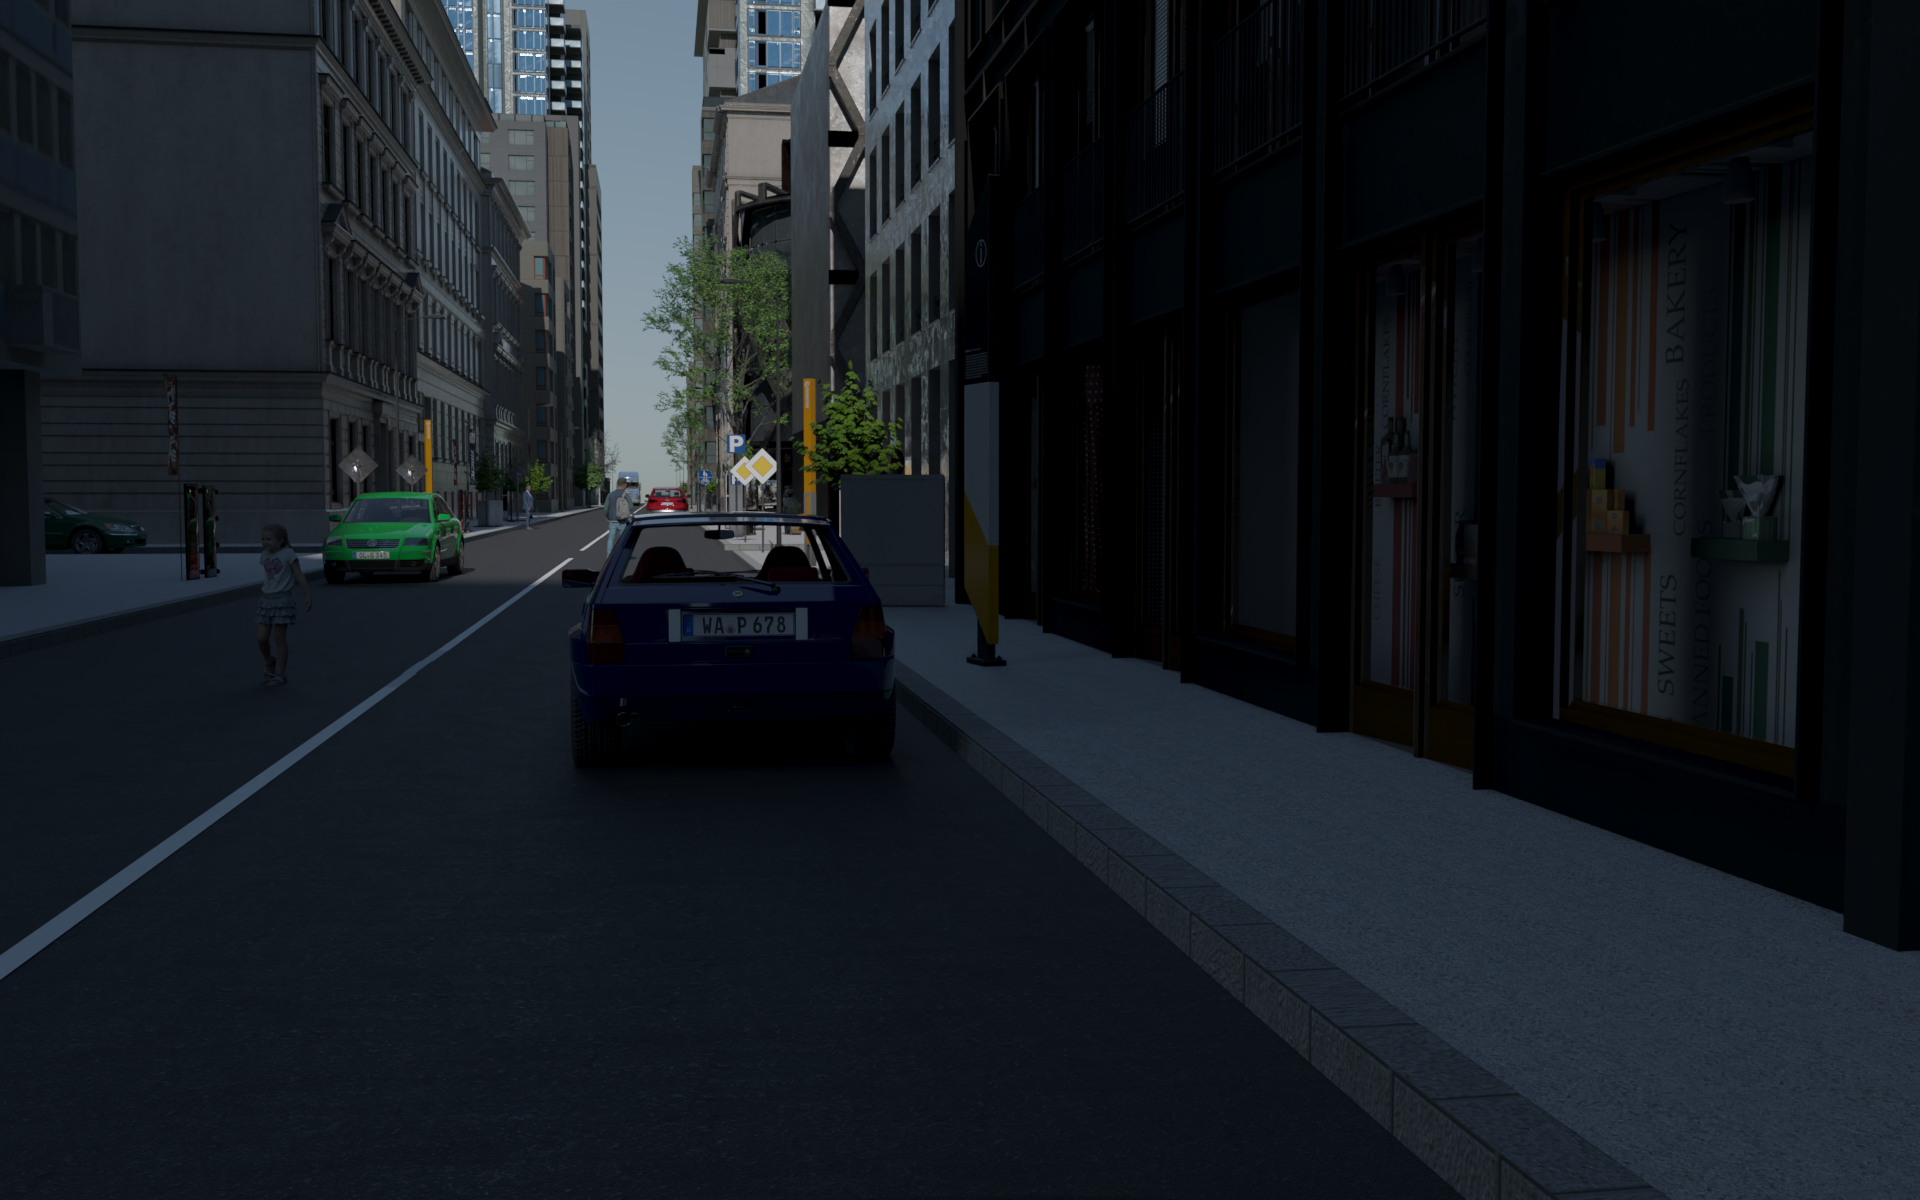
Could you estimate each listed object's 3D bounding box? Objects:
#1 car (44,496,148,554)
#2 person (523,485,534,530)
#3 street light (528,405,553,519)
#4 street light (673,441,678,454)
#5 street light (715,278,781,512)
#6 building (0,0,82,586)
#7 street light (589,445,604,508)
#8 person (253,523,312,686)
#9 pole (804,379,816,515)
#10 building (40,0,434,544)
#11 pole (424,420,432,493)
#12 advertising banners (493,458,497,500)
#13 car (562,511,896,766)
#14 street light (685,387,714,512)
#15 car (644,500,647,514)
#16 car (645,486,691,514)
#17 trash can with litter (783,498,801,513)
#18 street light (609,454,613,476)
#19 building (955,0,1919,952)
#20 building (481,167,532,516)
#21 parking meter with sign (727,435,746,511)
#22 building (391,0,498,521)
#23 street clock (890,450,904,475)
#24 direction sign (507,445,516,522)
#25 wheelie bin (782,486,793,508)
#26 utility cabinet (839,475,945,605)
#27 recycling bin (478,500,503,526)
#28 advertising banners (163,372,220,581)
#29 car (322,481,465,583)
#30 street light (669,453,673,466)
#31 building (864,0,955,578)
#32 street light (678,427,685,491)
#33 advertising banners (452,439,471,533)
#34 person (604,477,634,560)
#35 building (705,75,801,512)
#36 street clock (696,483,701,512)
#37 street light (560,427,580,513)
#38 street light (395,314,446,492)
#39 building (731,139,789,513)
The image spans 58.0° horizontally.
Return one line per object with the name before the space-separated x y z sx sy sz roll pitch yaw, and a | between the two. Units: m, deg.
car | -21.330 -1.713 39.800 4.920 1.459 2.131 -1 4 -9
person | -17.453 -3.749 69.983 0.419 1.800 0.721 0 3 0
street light | -21.812 -7.183 89.981 1.470 5.913 1.316 -1 4 -10
street light | -23.949 -10.900 150.753 1.470 5.913 1.316 -1 4 -10
street light | -4.478 -3.972 37.478 1.470 5.913 1.316 -1 4 -10
building | -23.096 -19.820 15.937 23.993 40.220 32.217 -1 4 -10
street light | -34.710 -11.761 164.831 1.470 5.913 1.316 -1 4 -10
person | -5.095 0.026 13.093 0.505 1.210 0.382 1 4 12
pole | -2.662 -2.256 30.721 0.158 3.312 0.155 0 3 0
building | -22.616 -11.505 52.733 10.561 19.102 19.286 -1 4 -10
pole | -14.663 -3.299 47.786 0.158 3.312 0.155 0 3 0
advertising banners | -19.210 -4.611 71.578 0.090 3.025 2.074 -1 4 -16
car | -1.456 0.122 10.585 1.945 1.354 3.894 -1 4 -10
street light | -11.006 -6.270 75.048 1.470 5.913 1.316 -1 4 -10
car | -18.970 -6.104 109.594 2.009 1.686 4.222 -1 4 -9
car | -14.526 -4.741 86.182 2.281 1.827 5.304 -1 4 -9
trash can with litter | -5.194 -2.636 54.493 0.624 1.170 1.055 -1 4 -21
street light | -41.050 -14.003 201.490 1.470 5.913 1.316 -1 4 -10
building | 7.342 -11.210 12.958 12.332 23.373 15.834 -1 4 -10
building | -31.825 -16.262 102.041 11.583 22.565 21.152 -1 4 -10
parking meter with sign | -6.656 -3.386 51.624 0.543 3.016 1.738 0 4 -7
building | -29.940 -14.871 76.419 16.112 22.955 30.059 -1 4 -10
street clock | -1.065 -1.365 26.882 0.358 2.002 0.471 2 4 25
direction sign | -20.626 -5.354 79.527 0.379 3.537 0.876 -1 4 -17
wheelie bin | -6.700 -3.771 69.565 0.980 1.594 0.693 1 4 16
utility cabinet | -0.761 -0.680 19.790 1.173 1.500 0.318 0 4 2
recycling bin | -18.719 -3.454 69.022 0.722 1.027 0.722 3 4 37
advertising banners | -11.478 -1.815 25.864 0.090 3.025 2.074 0 4 -5
car | -9.566 -1.262 29.425 1.959 1.807 4.718 -1 4 -8
street light | -31.639 -13.597 194.851 1.470 5.913 1.316 -1 4 -10
building | 4.535 -10.665 29.126 10.420 20.320 16.860 -1 4 -10
street light | -18.435 -8.969 119.191 1.470 5.913 1.316 -1 4 -10
advertising banners | -16.225 -3.678 56.322 0.090 3.025 2.074 0 4 -2
person | -7.170 -1.685 36.397 0.623 1.781 0.721 -1 4 -8
building | -9.233 -19.007 108.022 12.463 27.353 25.104 -1 4 -10
street clock | -16.928 -6.568 111.960 0.358 2.002 0.471 0 4 -3
street light | -27.051 -9.027 120.127 1.470 5.913 1.316 -1 4 -10
street light | -13.996 -4.422 44.845 1.470 5.913 1.316 -1 4 -10
building | -3.109 -13.482 87.878 16.820 18.784 16.811 -1 4 -10
